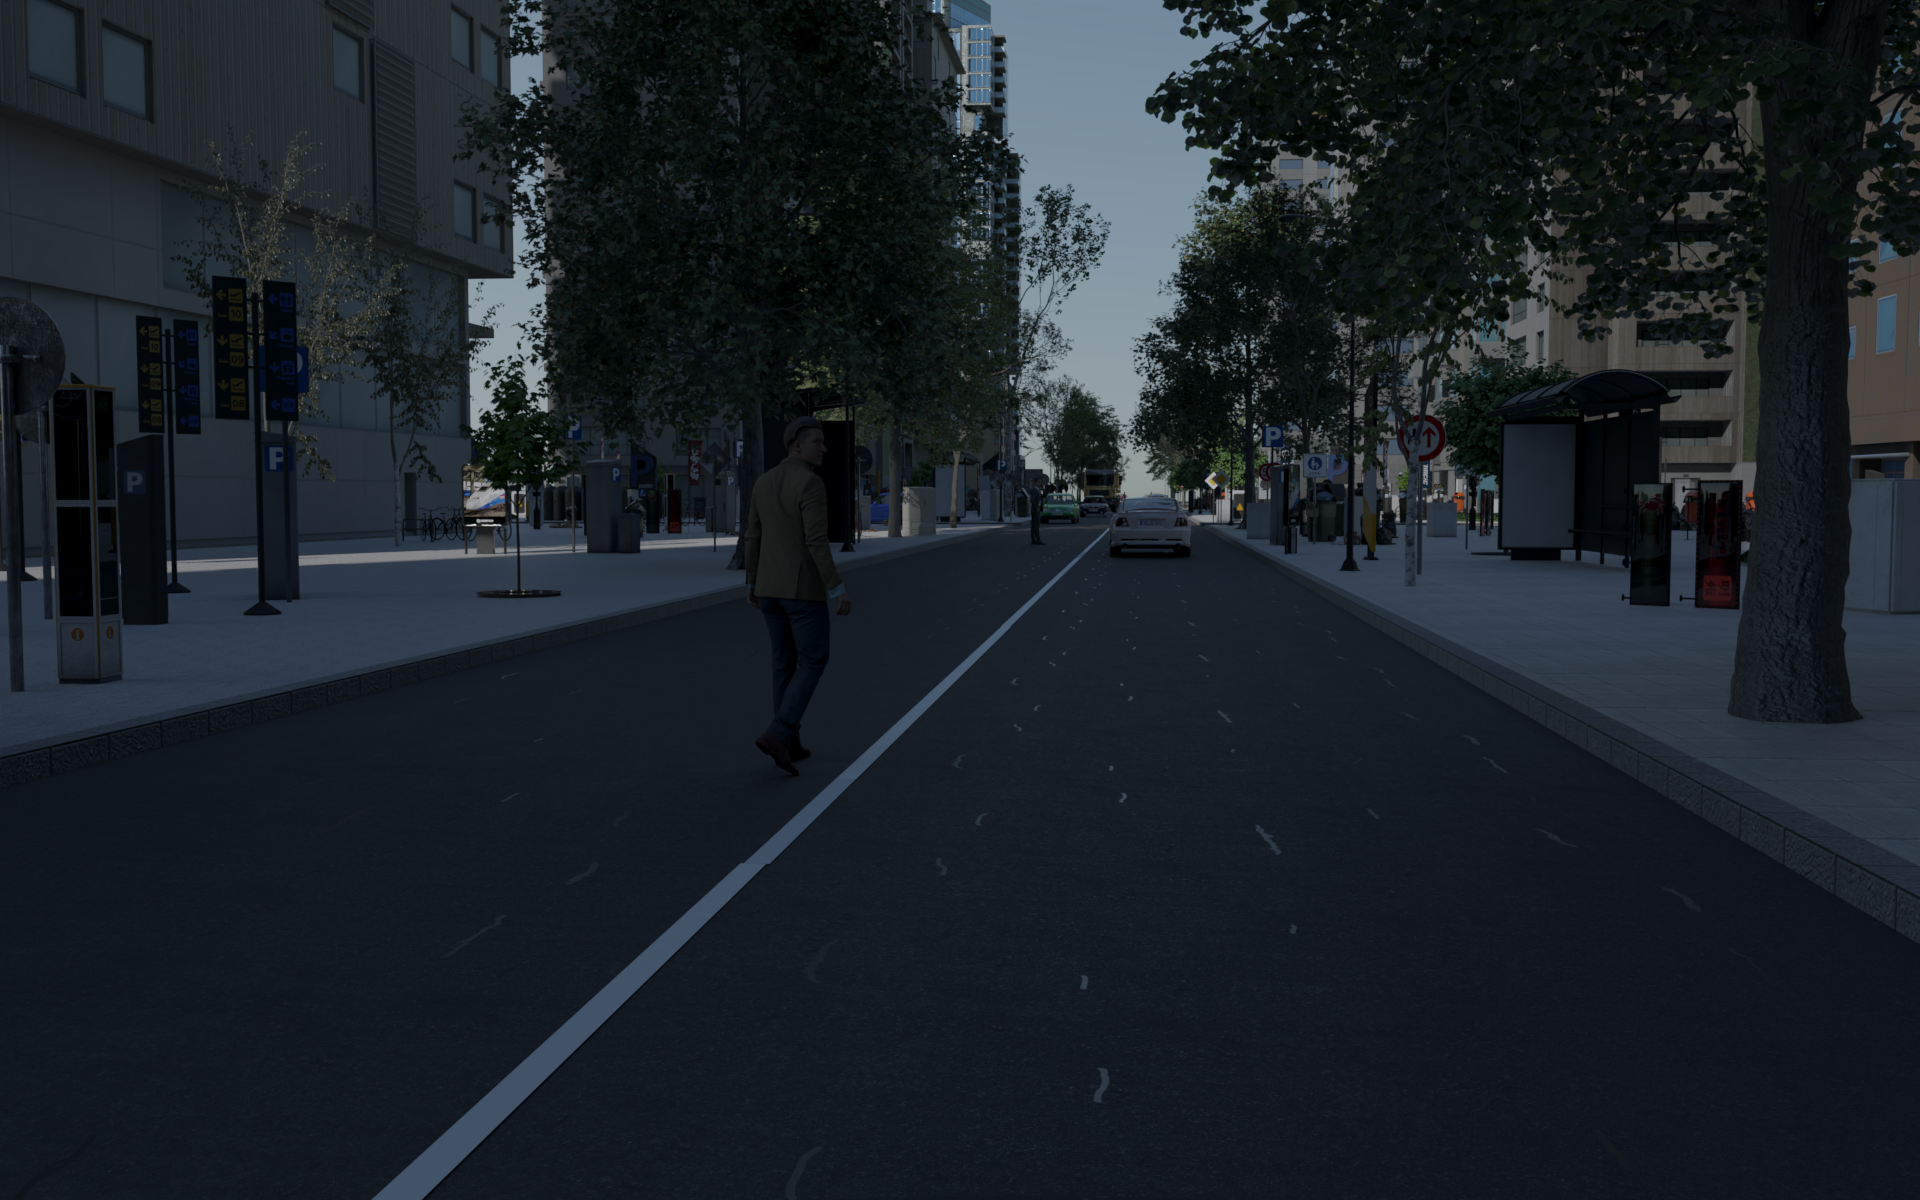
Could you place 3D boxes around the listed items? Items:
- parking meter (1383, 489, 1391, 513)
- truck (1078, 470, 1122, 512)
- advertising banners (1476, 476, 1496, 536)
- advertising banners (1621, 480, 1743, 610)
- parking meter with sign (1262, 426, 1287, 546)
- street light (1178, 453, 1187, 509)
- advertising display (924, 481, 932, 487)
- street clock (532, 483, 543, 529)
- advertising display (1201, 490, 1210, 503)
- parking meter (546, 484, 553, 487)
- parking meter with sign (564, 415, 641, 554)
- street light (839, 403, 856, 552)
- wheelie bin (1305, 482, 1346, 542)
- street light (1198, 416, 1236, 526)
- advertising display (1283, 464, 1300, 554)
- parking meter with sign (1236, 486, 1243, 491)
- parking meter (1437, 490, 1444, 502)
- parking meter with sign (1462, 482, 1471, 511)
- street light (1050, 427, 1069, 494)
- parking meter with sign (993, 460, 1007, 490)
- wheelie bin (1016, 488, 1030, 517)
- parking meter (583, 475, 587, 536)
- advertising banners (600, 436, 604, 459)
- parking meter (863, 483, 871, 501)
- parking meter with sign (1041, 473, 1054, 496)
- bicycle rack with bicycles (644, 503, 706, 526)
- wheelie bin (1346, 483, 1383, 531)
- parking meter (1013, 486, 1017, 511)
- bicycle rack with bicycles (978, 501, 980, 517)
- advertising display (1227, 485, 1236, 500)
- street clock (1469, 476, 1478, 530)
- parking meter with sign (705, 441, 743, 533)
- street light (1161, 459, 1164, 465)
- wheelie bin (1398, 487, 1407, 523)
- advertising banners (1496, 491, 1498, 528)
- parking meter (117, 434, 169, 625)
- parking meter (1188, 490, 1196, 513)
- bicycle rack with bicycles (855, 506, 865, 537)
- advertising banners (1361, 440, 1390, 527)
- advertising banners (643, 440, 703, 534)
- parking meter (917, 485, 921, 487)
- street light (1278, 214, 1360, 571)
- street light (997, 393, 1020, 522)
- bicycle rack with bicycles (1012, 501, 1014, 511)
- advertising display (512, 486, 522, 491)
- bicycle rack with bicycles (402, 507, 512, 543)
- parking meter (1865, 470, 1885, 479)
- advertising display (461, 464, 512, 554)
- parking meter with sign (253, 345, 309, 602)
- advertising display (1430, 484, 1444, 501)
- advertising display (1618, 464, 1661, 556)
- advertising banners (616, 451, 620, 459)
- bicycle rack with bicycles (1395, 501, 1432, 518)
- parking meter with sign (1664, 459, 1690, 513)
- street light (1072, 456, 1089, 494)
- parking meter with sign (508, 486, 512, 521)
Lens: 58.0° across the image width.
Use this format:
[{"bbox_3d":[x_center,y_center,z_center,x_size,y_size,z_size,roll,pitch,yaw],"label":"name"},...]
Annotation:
[{"bbox_3d":[22.169,-4.988,89.968,0.372,1.533,0.369,0,3,0],"label":"parking meter"},{"bbox_3d":[11.449,-8.770,139.309,3.469,3.379,9.791,0,4,8],"label":"truck"},{"bbox_3d":[15.938,-3.459,52.743,0.090,3.025,2.074,2,4,30],"label":"advertising banners"},{"bbox_3d":[8.455,-1.415,19.324,2.074,3.025,0.090,3,5,43],"label":"advertising banners"},{"bbox_3d":[8.081,-2.897,43.633,0.543,3.016,1.738,0,4,-5],"label":"parking meter with sign"},{"bbox_3d":[14.875,-8.471,111.045,1.470,5.913,1.316,0,4,6],"label":"street light"},{"bbox_3d":[-1.499,-4.768,83.166,0.123,1.923,0.974,1,4,23],"label":"advertising display"},{"bbox_3d":[-15.353,-3.562,62.809,0.471,2.002,0.358,2,4,25],"label":"street clock"},{"bbox_3d":[20.833,-8.651,146.657,0.974,1.923,0.123,-2,4,-32],"label":"advertising display"},{"bbox_3d":[-28.297,-6.957,119.454,0.255,1.863,0.399,1,4,11],"label":"parking meter"},{"bbox_3d":[-7.764,-2.536,37.720,1.738,3.016,0.543,2,4,25],"label":"parking meter with sign"},{"bbox_3d":[-1.953,-4.015,38.181,1.470,5.913,1.316,0,4,6],"label":"street light"},{"bbox_3d":[9.697,-2.359,46.476,0.693,1.594,0.980,-2,4,-25],"label":"wheelie bin"},{"bbox_3d":[10.443,-5.963,70.040,1.470,5.913,1.316,0,4,6],"label":"street light"},{"bbox_3d":[7.121,-1.957,37.210,0.123,1.923,0.974,2,4,25],"label":"advertising display"},{"bbox_3d":[18.957,-7.453,118.109,1.738,3.016,0.543,0,4,-1],"label":"parking meter with sign"},{"bbox_3d":[27.560,-5.560,99.322,0.372,1.533,0.369,0,3,0],"label":"parking meter"},{"bbox_3d":[32.662,-7.102,112.377,0.543,3.016,1.738,-1,4,-14],"label":"parking meter with sign"},{"bbox_3d":[6.861,-9.051,120.519,1.470,5.913,1.316,0,4,6],"label":"street light"},{"bbox_3d":[1.963,-5.655,88.719,0.543,3.016,1.738,-1,4,-10],"label":"parking meter with sign"},{"bbox_3d":[3.450,-5.348,95.345,0.693,1.594,0.980,1,4,14],"label":"wheelie bin"},{"bbox_3d":[-11.343,-2.905,53.213,0.255,1.863,0.399,3,5,43],"label":"parking meter"},{"bbox_3d":[-10.762,-3.371,51.309,0.090,3.025,2.074,0,4,2],"label":"advertising banners"},{"bbox_3d":[-4.853,-5.192,90.595,0.399,1.863,0.255,1,4,8],"label":"parking meter"},{"bbox_3d":[7.439,-9.042,144.104,1.738,3.016,0.543,3,4,37],"label":"parking meter with sign"},{"bbox_3d":[-11.847,-3.409,69.127,2.925,0.926,2.852,3,5,44],"label":"bicycle rack with bicycles"},{"bbox_3d":[11.169,-2.429,47.617,0.693,1.594,0.980,-3,4,-36],"label":"wheelie bin"},{"bbox_3d":[3.677,-6.504,112.047,0.399,1.863,0.255,3,5,43],"label":"parking meter"},{"bbox_3d":[0.703,-5.040,95.783,2.852,0.926,2.925,1,4,10],"label":"bicycle rack with bicycles"},{"bbox_3d":[15.924,-5.912,101.877,0.123,1.923,0.974,-2,4,-26],"label":"advertising display"},{"bbox_3d":[18.211,-3.482,61.508,0.358,2.002,0.471,-1,4,-17],"label":"street clock"},{"bbox_3d":[-7.834,-3.755,57.657,1.738,3.016,0.543,3,5,43],"label":"parking meter with sign"},{"bbox_3d":[27.464,-15.705,229.313,1.470,5.913,1.316,0,4,6],"label":"street light"},{"bbox_3d":[19.843,-4.228,77.031,0.693,1.594,0.980,2,4,23],"label":"wheelie bin"},{"bbox_3d":[19.651,-4.057,62.518,0.090,3.025,2.074,-2,4,-28],"label":"advertising banners"},{"bbox_3d":[-8.046,-0.692,17.028,0.399,1.863,0.255,0,4,5],"label":"parking meter"},{"bbox_3d":[15.806,-6.735,118.531,0.372,1.533,0.369,0,3,0],"label":"parking meter"},{"bbox_3d":[-4.163,-2.367,52.082,2.852,0.926,2.925,0,4,-8],"label":"bicycle rack with bicycles"},{"bbox_3d":[13.446,-3.648,55.838,0.090,3.025,2.074,2,4,35],"label":"advertising banners"},{"bbox_3d":[-9.296,-3.670,56.187,2.074,3.025,0.090,1,4,13],"label":"advertising banners"},{"bbox_3d":[-2.788,-6.781,116.585,0.255,1.863,0.399,0,4,8],"label":"parking meter"},{"bbox_3d":[5.976,-3.443,28.839,1.470,5.913,1.316,0,4,6],"label":"street light"},{"bbox_3d":[2.409,-6.529,79.294,1.470,5.913,1.316,0,4,6],"label":"street light"},{"bbox_3d":[5.119,-8.475,151.955,2.852,0.926,2.925,2,4,32],"label":"bicycle rack with bicycles"},{"bbox_3d":[-31.023,-7.085,121.053,0.974,1.923,0.123,2,4,32],"label":"advertising display"},{"bbox_3d":[-13.932,-2.075,47.309,2.852,0.926,2.925,-3,5,-41],"label":"bicycle rack with bicycles"},{"bbox_3d":[22.014,-2.201,41.704,0.255,1.863,0.399,-2,4,-24],"label":"parking meter"},{"bbox_3d":[-10.128,-1.941,36.948,0.974,1.923,0.123,0,4,3],"label":"advertising display"},{"bbox_3d":[-8.337,-1.523,21.169,0.543,3.016,1.738,-2,4,-28],"label":"parking meter with sign"},{"bbox_3d":[30.148,-6.378,109.493,0.974,1.923,0.123,-2,4,-24],"label":"advertising display"},{"bbox_3d":[14.157,-1.892,36.140,0.974,1.923,0.123,-1,4,-17],"label":"advertising display"},{"bbox_3d":[-14.132,-4.546,70.512,0.090,3.025,2.074,-2,4,-27],"label":"advertising banners"},{"bbox_3d":[24.780,-4.915,93.737,2.852,0.926,2.925,-3,5,-44],"label":"bicycle rack with bicycles"},{"bbox_3d":[36.096,-5.519,86.499,1.738,3.016,0.543,1,4,21],"label":"parking meter with sign"},{"bbox_3d":[10.623,-11.185,155.411,1.470,5.913,1.316,0,4,6],"label":"street light"},{"bbox_3d":[-21.966,-5.205,81.369,1.738,3.016,0.543,0,4,3],"label":"parking meter with sign"}]
